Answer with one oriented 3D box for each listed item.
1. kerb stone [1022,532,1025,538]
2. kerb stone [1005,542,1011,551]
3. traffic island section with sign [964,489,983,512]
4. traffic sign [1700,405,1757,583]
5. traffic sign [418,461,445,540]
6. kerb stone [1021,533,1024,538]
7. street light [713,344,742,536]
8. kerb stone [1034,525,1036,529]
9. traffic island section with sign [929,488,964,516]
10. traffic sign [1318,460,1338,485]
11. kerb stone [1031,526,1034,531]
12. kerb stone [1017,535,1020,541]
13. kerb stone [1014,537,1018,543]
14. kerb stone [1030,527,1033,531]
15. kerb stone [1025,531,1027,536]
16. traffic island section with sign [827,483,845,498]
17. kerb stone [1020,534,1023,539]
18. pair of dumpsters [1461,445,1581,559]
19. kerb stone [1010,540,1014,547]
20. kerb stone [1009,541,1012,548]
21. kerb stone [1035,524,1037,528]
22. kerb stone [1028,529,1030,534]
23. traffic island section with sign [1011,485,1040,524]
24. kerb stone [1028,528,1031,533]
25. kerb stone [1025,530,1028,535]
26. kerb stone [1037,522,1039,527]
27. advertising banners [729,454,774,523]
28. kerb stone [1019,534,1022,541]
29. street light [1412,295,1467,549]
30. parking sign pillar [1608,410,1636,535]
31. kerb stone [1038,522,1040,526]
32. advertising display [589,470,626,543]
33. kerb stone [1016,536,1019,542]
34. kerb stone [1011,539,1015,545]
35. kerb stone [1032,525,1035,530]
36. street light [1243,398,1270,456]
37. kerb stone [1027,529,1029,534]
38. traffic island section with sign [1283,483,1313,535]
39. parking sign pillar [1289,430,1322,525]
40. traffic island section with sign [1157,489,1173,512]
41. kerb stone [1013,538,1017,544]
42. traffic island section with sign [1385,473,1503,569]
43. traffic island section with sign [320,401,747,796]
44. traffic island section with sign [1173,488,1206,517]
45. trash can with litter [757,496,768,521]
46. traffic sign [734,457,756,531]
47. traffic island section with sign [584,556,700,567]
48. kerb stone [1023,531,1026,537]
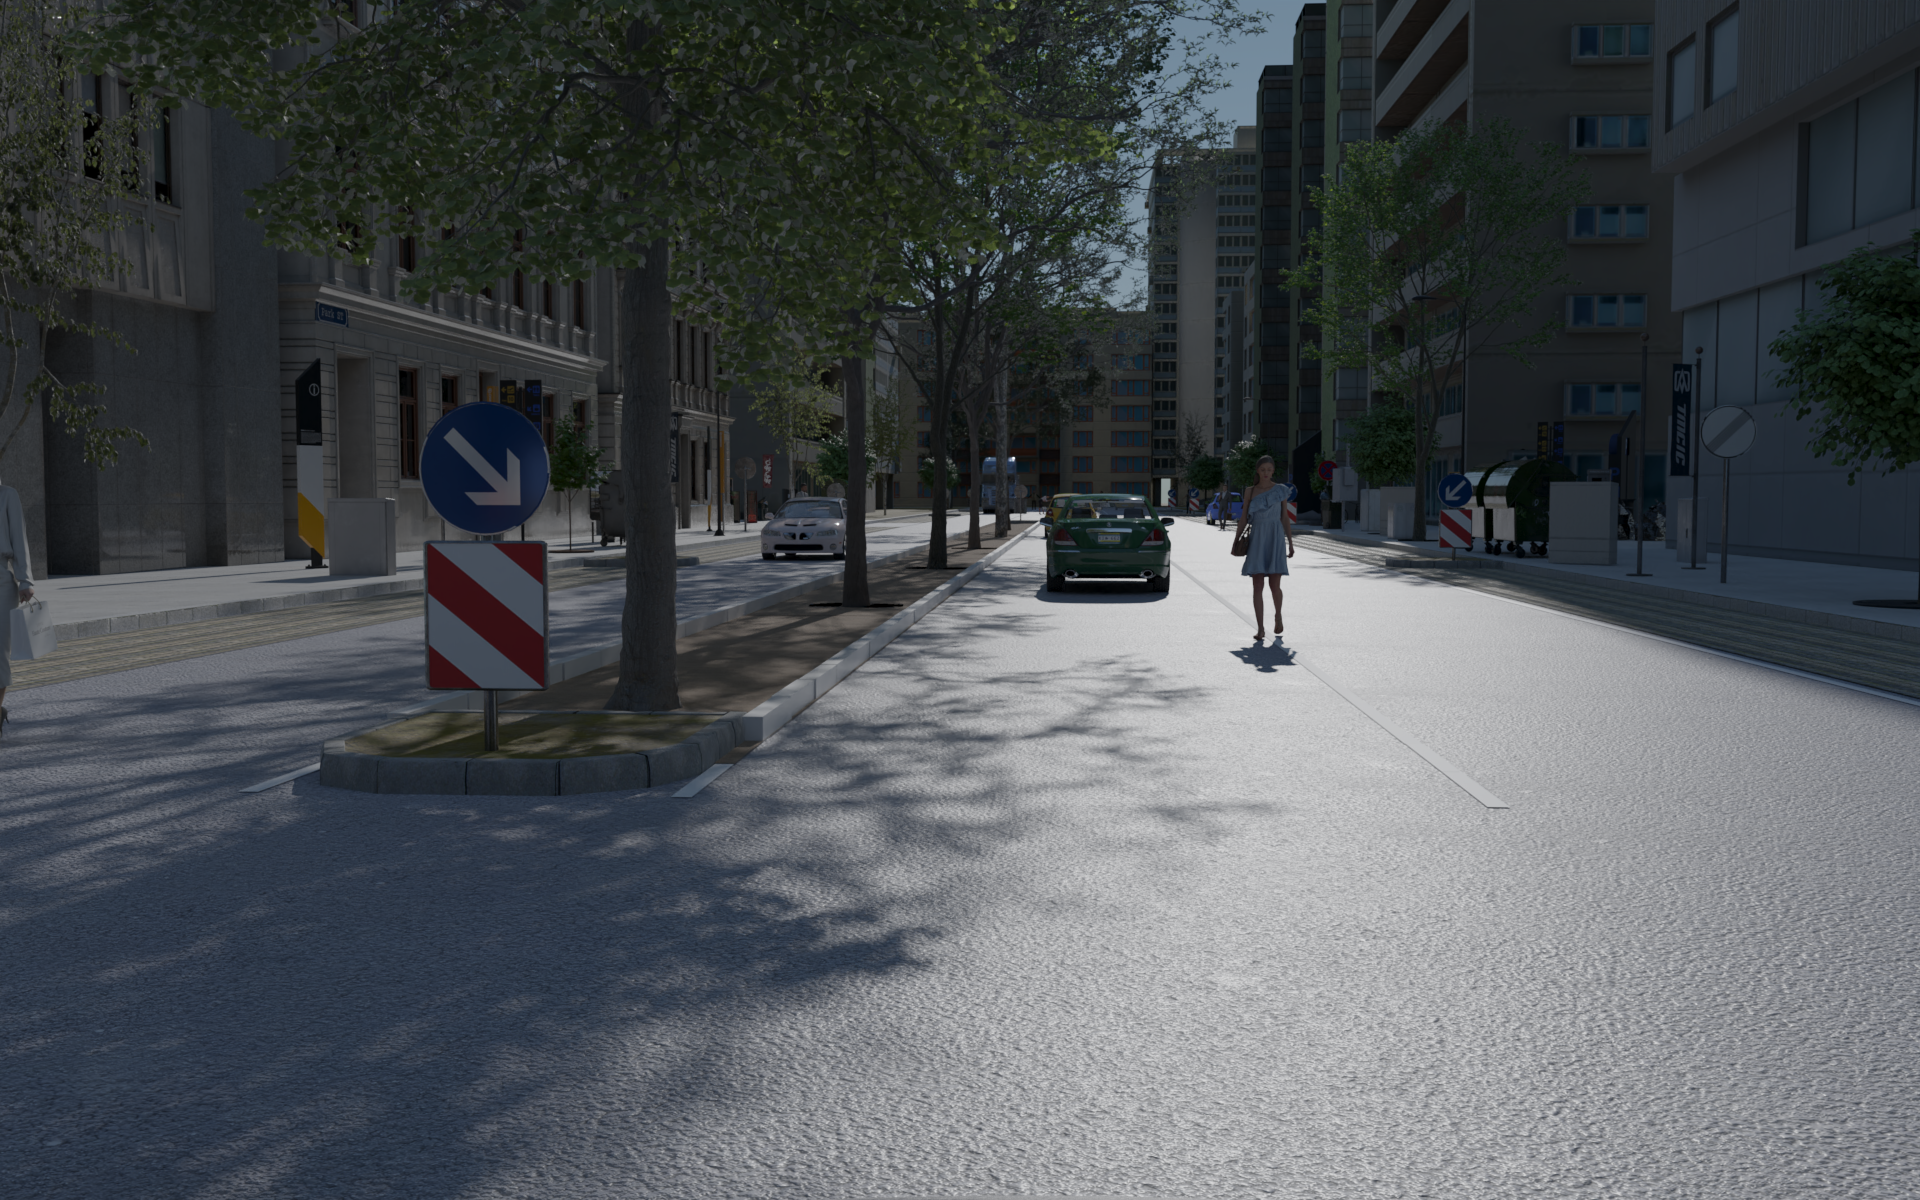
[{"bbox_3d":[1.902,-1.975,54.489,0.120,0.150,1.000,0,4,4],"label":"kerb stone"},{"bbox_3d":[1.119,-1.286,43.226,0.120,0.150,1.000,0,4,4],"label":"kerb stone"},{"bbox_3d":[0.960,-7.975,139.019,1.989,1.847,2.006,0,4,4],"label":"traffic island section with sign"},{"bbox_3d":[10.989,-1.513,24.851,0.768,2.556,0.104,1,4,10],"label":"traffic sign"},{"bbox_3d":[-8.869,-1.815,29.686,0.884,2.594,0.081,1,4,9],"label":"traffic sign"},{"bbox_3d":[1.824,-1.913,53.469,0.120,0.150,1.000,0,4,4],"label":"kerb stone"},{"bbox_3d":[-6.823,-4.906,52.753,1.470,5.913,1.316,0,4,4],"label":"street light"},{"bbox_3d":[2.755,-2.727,66.781,0.120,0.150,1.000,0,4,4],"label":"kerb stone"},{"bbox_3d":[-0.957,-6.296,111.562,1.989,1.847,2.006,0,4,4],"label":"traffic island section with sign"},{"bbox_3d":[13.913,-4.002,65.534,0.768,2.556,0.104,0,4,6],"label":"traffic sign"},{"bbox_3d":[2.542,-2.539,63.715,0.120,0.150,1.000,0,4,4],"label":"kerb stone"},{"bbox_3d":[1.609,-1.718,50.410,0.120,0.150,1.000,0,4,4],"label":"kerb stone"},{"bbox_3d":[1.471,-1.601,48.365,0.120,0.150,1.000,0,4,4],"label":"kerb stone"},{"bbox_3d":[2.477,-2.476,62.695,0.120,0.150,1.000,0,4,4],"label":"kerb stone"},{"bbox_3d":[2.043,-2.101,56.540,0.120,0.150,1.000,0,4,4],"label":"kerb stone"},{"bbox_3d":[-4.427,-3.247,61.719,1.989,1.847,2.006,0,4,4],"label":"traffic island section with sign"},{"bbox_3d":[1.757,-1.850,52.449,0.120,0.150,1.000,0,4,4],"label":"kerb stone"},{"bbox_3d":[11.697,-2.072,36.368,1.574,2.255,4.437,0,4,4],"label":"pair of dumpsters"},{"bbox_3d":[1.256,-1.411,45.269,0.120,0.150,1.000,0,4,4],"label":"kerb stone"},{"bbox_3d":[1.191,-1.349,44.246,0.120,0.150,1.000,0,4,4],"label":"kerb stone"},{"bbox_3d":[2.899,-2.852,68.831,0.120,0.150,1.000,0,4,4],"label":"kerb stone"},{"bbox_3d":[2.252,-2.287,59.627,0.120,0.150,1.000,0,4,4],"label":"kerb stone"},{"bbox_3d":[2.920,-4.648,84.136,2.006,1.907,1.989,0,4,4],"label":"traffic island section with sign"},{"bbox_3d":[2.329,-2.352,60.647,0.120,0.150,1.000,0,4,4],"label":"kerb stone"},{"bbox_3d":[2.114,-2.163,57.572,0.120,0.150,1.000,0,4,4],"label":"kerb stone"},{"bbox_3d":[3.106,-3.040,71.896,0.120,0.150,1.000,0,4,4],"label":"kerb stone"},{"bbox_3d":[-9.198,-4.898,76.266,2.074,3.025,0.090,0,4,2],"label":"advertising banners"},{"bbox_3d":[1.682,-1.786,51.429,0.120,0.150,1.000,0,4,4],"label":"kerb stone"},{"bbox_3d":[11.260,-4.164,40.618,1.470,5.913,1.316,0,4,4],"label":"street light"},{"bbox_3d":[21.094,-4.082,55.219,1.447,3.967,1.447,3,5,40],"label":"parking sign pillar"},{"bbox_3d":[3.187,-3.102,72.917,0.120,0.150,1.000,0,4,4],"label":"kerb stone"},{"bbox_3d":[-9.302,-2.482,45.788,0.974,1.923,0.123,0,4,3],"label":"advertising display"},{"bbox_3d":[1.540,-1.663,49.390,0.120,0.150,1.000,0,4,4],"label":"kerb stone"},{"bbox_3d":[1.327,-1.475,46.305,0.120,0.150,1.000,0,4,4],"label":"kerb stone"},{"bbox_3d":[2.683,-2.664,65.760,0.120,0.150,1.000,0,4,4],"label":"kerb stone"},{"bbox_3d":[14.318,-6.785,83.471,1.470,5.913,1.316,0,4,4],"label":"street light"},{"bbox_3d":[2.184,-2.227,58.601,0.120,0.150,1.000,0,4,4],"label":"kerb stone"},{"bbox_3d":[11.322,-3.199,60.928,1.989,1.847,2.006,0,4,4],"label":"traffic island section with sign"},{"bbox_3d":[14.490,-5.155,72.763,1.447,3.967,1.447,-1,4,-14],"label":"parking sign pillar"},{"bbox_3d":[16.649,-7.871,137.319,1.989,1.847,2.006,0,4,4],"label":"traffic island section with sign"},{"bbox_3d":[1.406,-1.526,47.333,0.120,0.150,1.000,0,4,4],"label":"kerb stone"},{"bbox_3d":[9.457,-1.554,34.037,1.989,1.847,2.006,0,4,4],"label":"traffic island section with sign"},{"bbox_3d":[-2.293,-0.064,9.178,2.006,1.907,1.989,0,4,4],"label":"traffic island section with sign"},{"bbox_3d":[14.773,-6.226,110.429,1.989,1.847,2.006,0,4,4],"label":"traffic island section with sign"},{"bbox_3d":[-9.648,-4.344,82.415,1.055,1.170,0.624,0,4,-1],"label":"trash can with litter"},{"bbox_3d":[-7.371,-3.629,59.433,0.768,2.556,0.104,0,4,8],"label":"traffic sign"},{"bbox_3d":[-6.309,-1.596,34.718,1.989,1.847,2.006,0,4,4],"label":"traffic island section with sign"},{"bbox_3d":[1.971,-2.038,55.513,0.120,0.150,1.000,0,4,4],"label":"kerb stone"}]
